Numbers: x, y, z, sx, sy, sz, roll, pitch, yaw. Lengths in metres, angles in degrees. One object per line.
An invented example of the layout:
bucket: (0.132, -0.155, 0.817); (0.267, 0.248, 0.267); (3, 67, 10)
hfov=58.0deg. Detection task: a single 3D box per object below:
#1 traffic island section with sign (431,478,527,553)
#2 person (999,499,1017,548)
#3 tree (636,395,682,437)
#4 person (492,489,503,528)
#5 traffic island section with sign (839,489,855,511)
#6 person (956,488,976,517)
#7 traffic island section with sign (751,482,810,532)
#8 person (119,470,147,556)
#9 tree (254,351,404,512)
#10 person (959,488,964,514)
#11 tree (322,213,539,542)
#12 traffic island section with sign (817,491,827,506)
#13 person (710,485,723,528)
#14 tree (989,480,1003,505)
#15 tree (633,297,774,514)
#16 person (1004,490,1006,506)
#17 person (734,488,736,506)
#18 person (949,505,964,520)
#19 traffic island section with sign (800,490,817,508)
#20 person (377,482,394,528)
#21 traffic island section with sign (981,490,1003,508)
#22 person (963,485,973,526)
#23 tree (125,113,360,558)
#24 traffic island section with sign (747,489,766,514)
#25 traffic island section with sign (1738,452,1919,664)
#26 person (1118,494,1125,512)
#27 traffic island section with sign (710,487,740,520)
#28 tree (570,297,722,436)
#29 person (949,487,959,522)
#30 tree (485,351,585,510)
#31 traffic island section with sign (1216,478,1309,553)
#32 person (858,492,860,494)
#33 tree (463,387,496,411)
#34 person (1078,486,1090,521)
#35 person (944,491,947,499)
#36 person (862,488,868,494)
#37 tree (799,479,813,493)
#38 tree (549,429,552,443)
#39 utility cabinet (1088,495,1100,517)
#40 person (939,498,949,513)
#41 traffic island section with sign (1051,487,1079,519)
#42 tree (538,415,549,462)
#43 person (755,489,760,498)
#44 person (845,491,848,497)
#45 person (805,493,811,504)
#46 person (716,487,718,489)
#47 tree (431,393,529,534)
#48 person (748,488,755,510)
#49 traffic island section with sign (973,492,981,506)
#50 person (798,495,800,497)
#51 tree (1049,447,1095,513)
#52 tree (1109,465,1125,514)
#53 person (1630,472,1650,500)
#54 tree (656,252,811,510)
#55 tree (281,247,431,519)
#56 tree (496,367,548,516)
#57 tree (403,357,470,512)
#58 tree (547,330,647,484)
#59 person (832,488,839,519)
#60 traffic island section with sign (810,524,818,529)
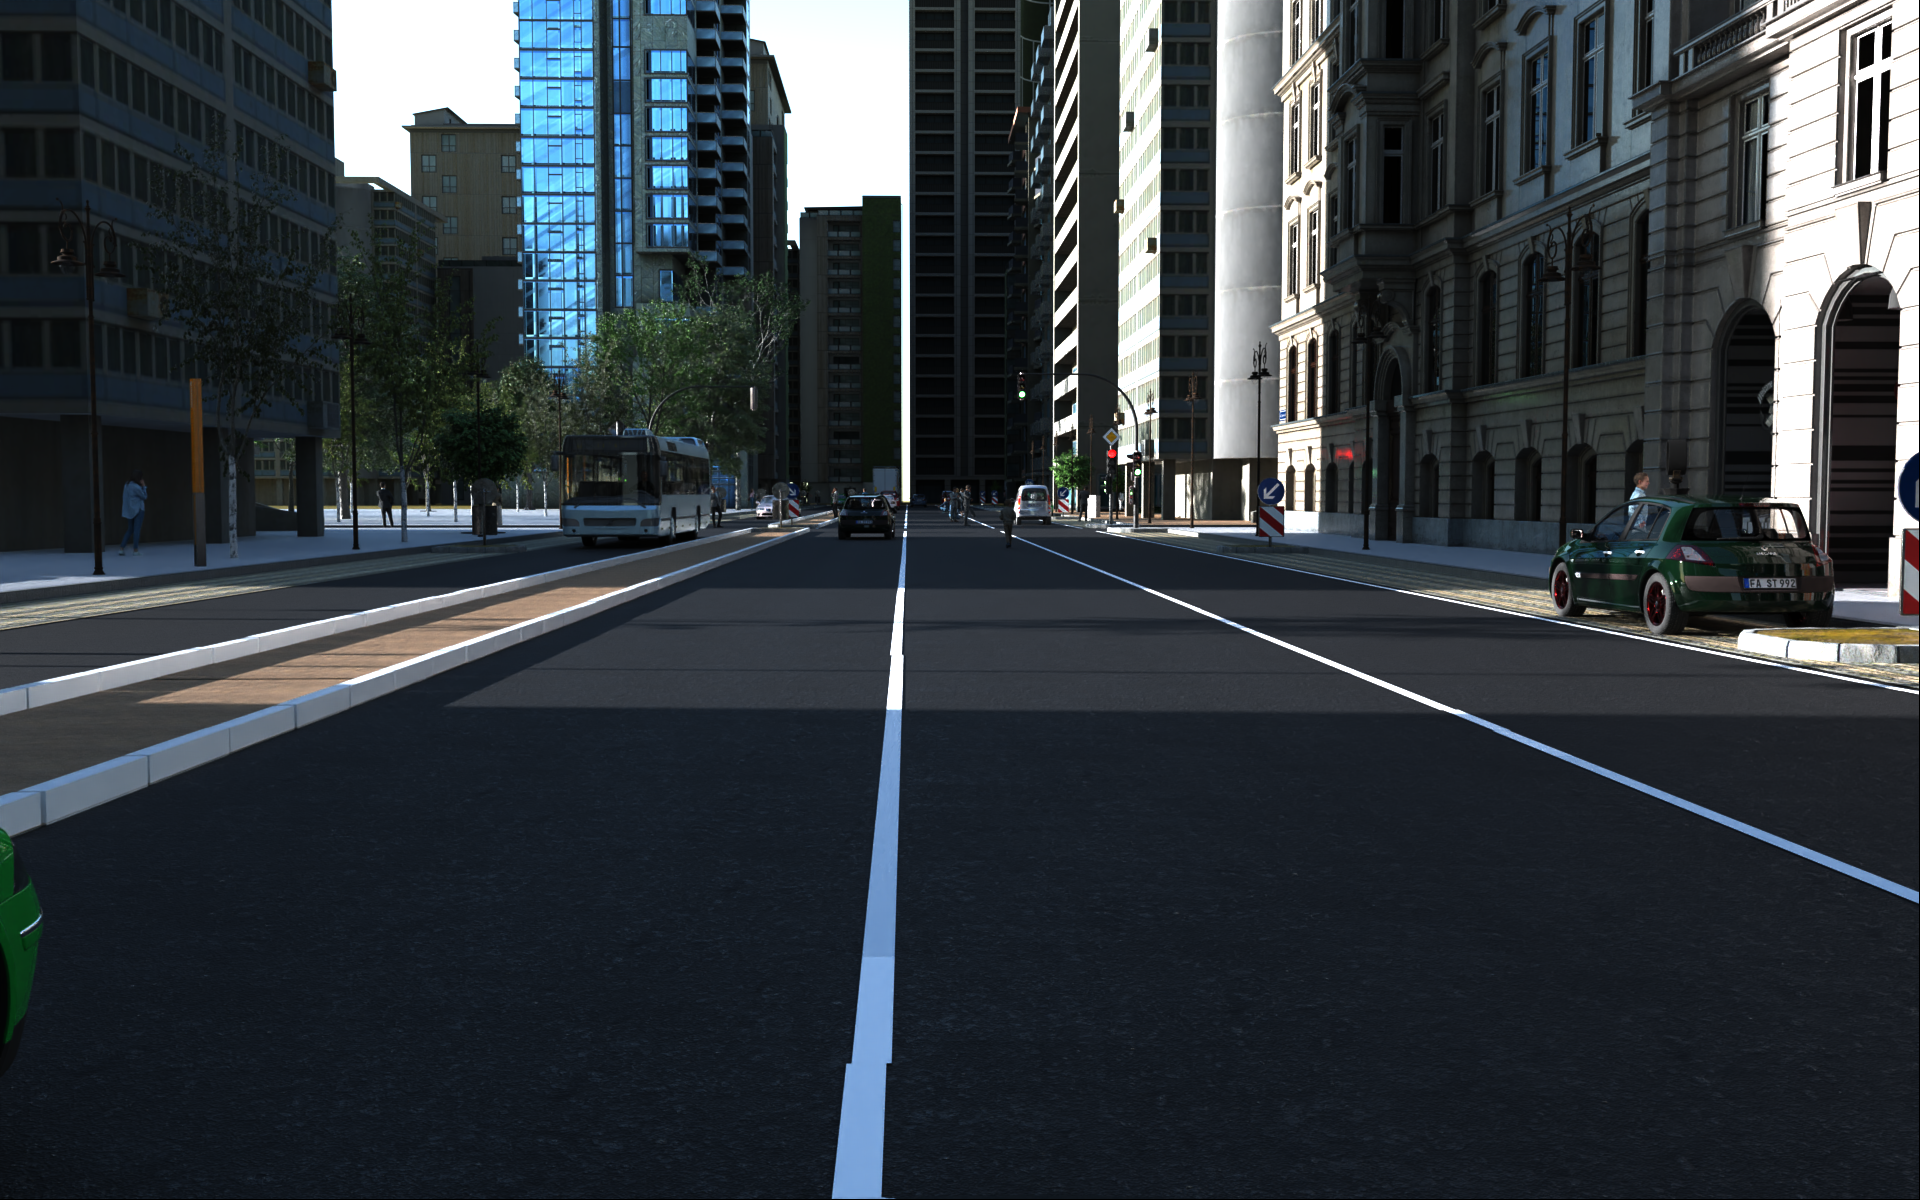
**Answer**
traffic island section with sign: (-11.778, -2.079, 42.613); (1.989, 1.847, 2.006); (0, 4, -2)
person: (1.271, -2.052, 46.321); (0.475, 1.303, 0.640); (0, 4, -7)
tree: (-20.804, -10.550, 122.860); (4.737, 8.622, 4.395); (0, 3, 0)
person: (-18.609, -3.703, 69.585); (0.519, 1.759, 0.362); (0, 4, -2)
traffic island section with sign: (-9.280, -8.539, 147.744); (2.006, 1.907, 1.989); (0, 4, -2)
person: (0.230, -5.988, 106.623); (1.509, 1.804, 0.699); (0, 4, 2)
traffic island section with sign: (-6.797, -3.492, 65.236); (2.006, 1.907, 1.989); (0, 4, -2)
person: (-17.259, -1.823, 36.117); (0.793, 1.790, 0.793); (0, 4, -1)
tree: (-40.852, -11.015, 105.849); (9.928, 11.665, 9.643); (0, 3, 0)
person: (0.025, -6.989, 122.610); (0.795, 1.843, 0.661); (2, 4, 30)
tree: (-14.655, -5.855, 46.097); (4.737, 8.622, 4.395); (0, 3, 0)
traffic island section with sign: (-16.596, -11.881, 202.886); (1.989, 1.847, 2.006); (0, 4, -2)
person: (-10.459, -4.012, 74.280); (0.592, 1.802, 0.473); (-1, 4, -23)
tree: (4.348, -13.240, 211.069); (1.663, 3.219, 1.824); (0, 3, 0)
tree: (-16.600, -12.648, 113.444); (9.857, 13.997, 8.962); (0, 3, 0)
person: (5.030, -11.331, 192.017); (0.721, 1.736, 1.217); (0, 4, -2)
person: (-17.486, -7.951, 136.317); (0.573, 1.790, 0.520); (-2, 4, -34)
person: (-0.265, -4.898, 94.078); (0.738, 1.151, 1.012); (-1, 4, -14)
traffic island section with sign: (-15.768, -10.191, 175.256); (1.989, 1.847, 2.006); (0, 4, -2)
person: (-22.152, -3.604, 66.780); (0.648, 1.900, 0.474); (-1, 4, -22)
traffic island section with sign: (3.364, -10.181, 175.091); (1.989, 1.847, 2.006); (0, 4, -2)
person: (0.371, -4.298, 78.572); (0.447, 1.846, 0.655); (0, 4, -2)
tree: (-14.380, -5.154, 34.623); (4.360, 8.622, 3.978); (0, 3, 0)
traffic island section with sign: (-14.259, -7.102, 124.738); (1.989, 1.847, 2.006); (0, 4, -2)
traffic island section with sign: (8.164, -0.420, 15.493); (1.989, 1.847, 2.006); (0, 4, -2)
person: (11.381, -7.074, 121.585); (0.818, 1.842, 0.514); (-2, 4, -34)
traffic island section with sign: (-13.431, -5.430, 97.406); (1.989, 1.847, 2.006); (0, 4, -2)
tree: (-16.258, -10.059, 90.226); (9.928, 11.665, 9.643); (0, 3, 0)
person: (-0.263, -4.929, 89.277); (0.466, 1.800, 0.511); (3, 5, 43)
tree: (-34.644, -13.600, 139.362); (9.611, 12.733, 9.660); (0, 3, 0)
traffic island section with sign: (7.356, -2.068, 42.436); (1.989, 1.847, 2.006); (0, 4, -2)
person: (-11.156, -11.138, 191.544); (0.756, 1.711, 0.436); (-3, 5, -44)
tree: (-32.866, -10.335, 119.341); (4.360, 8.622, 3.978); (0, 3, 0)
person: (6.482, -5.053, 90.930); (0.655, 1.846, 0.447); (0, 4, 0)
person: (-1.458, -10.776, 185.405); (0.721, 1.735, 1.217); (0, 4, 4)
person: (-5.595, -5.732, 102.564); (0.601, 1.785, 0.444); (-2, 4, -28)
tree: (-19.766, -13.817, 220.516); (1.663, 3.219, 1.824); (0, 3, 0)
tree: (-31.748, -10.684, 125.048); (4.737, 8.622, 4.395); (0, 3, 0)
utility cabinet: (7.388, -5.153, 95.407); (0.306, 1.237, 1.020); (-1, 4, -22)
person: (-1.230, -7.080, 129.757); (0.738, 1.151, 1.012); (3, 4, 38)
traffic island section with sign: (5.676, -5.470, 98.066); (1.989, 1.847, 2.006); (0, 4, -2)
tree: (-29.982, -9.916, 112.493); (4.737, 8.622, 4.395); (0, 3, 0)
person: (-14.875, -7.332, 128.561); (0.661, 1.801, 0.590); (0, 4, 5)
person: (-12.739, -11.356, 194.185); (1.348, 1.822, 0.705); (-2, 4, -33)
person: (-19.874, -13.358, 224.462); (1.348, 1.822, 0.705); (0, 4, -6)
person: (-18.355, -7.630, 131.066); (0.520, 1.790, 0.573); (0, 4, -7)
tree: (-15.632, -4.461, 56.655); (4.285, 4.588, 4.351); (0, 3, 0)
person: (-16.899, -8.203, 140.760); (0.593, 1.750, 0.643); (2, 4, 26)
traffic island section with sign: (2.528, -11.874, 202.770); (1.989, 1.847, 2.006); (0, 4, -2)
person: (-19.740, -12.256, 207.221); (1.217, 1.735, 0.721); (-2, 4, -24)
tree: (7.815, -8.386, 120.819); (4.285, 4.588, 4.351); (0, 3, 0)
tree: (10.046, -7.039, 109.685); (1.663, 3.219, 1.824); (0, 3, 0)
person: (10.113, -1.096, 25.781); (0.330, 1.601, 0.589); (3, 4, 36)
tree: (-18.443, -17.126, 135.894); (12.611, 20.169, 13.585); (0, 3, 0)
tree: (-31.662, -11.145, 88.871); (9.857, 13.997, 8.962); (0, 3, 0)
tree: (-23.877, -9.157, 100.079); (4.360, 8.622, 3.978); (0, 3, 0)
tree: (-39.389, -12.342, 127.547); (9.928, 11.665, 9.643); (0, 3, 0)
tree: (-16.083, -7.761, 77.261); (4.360, 8.622, 3.978); (0, 3, 0)
person: (-7.113, -5.497, 98.555); (0.473, 1.802, 0.592); (0, 4, 7)
traffic island section with sign: (-7.010, -3.945, 72.640); (2.006, 1.907, 1.989); (0, 4, -2)
